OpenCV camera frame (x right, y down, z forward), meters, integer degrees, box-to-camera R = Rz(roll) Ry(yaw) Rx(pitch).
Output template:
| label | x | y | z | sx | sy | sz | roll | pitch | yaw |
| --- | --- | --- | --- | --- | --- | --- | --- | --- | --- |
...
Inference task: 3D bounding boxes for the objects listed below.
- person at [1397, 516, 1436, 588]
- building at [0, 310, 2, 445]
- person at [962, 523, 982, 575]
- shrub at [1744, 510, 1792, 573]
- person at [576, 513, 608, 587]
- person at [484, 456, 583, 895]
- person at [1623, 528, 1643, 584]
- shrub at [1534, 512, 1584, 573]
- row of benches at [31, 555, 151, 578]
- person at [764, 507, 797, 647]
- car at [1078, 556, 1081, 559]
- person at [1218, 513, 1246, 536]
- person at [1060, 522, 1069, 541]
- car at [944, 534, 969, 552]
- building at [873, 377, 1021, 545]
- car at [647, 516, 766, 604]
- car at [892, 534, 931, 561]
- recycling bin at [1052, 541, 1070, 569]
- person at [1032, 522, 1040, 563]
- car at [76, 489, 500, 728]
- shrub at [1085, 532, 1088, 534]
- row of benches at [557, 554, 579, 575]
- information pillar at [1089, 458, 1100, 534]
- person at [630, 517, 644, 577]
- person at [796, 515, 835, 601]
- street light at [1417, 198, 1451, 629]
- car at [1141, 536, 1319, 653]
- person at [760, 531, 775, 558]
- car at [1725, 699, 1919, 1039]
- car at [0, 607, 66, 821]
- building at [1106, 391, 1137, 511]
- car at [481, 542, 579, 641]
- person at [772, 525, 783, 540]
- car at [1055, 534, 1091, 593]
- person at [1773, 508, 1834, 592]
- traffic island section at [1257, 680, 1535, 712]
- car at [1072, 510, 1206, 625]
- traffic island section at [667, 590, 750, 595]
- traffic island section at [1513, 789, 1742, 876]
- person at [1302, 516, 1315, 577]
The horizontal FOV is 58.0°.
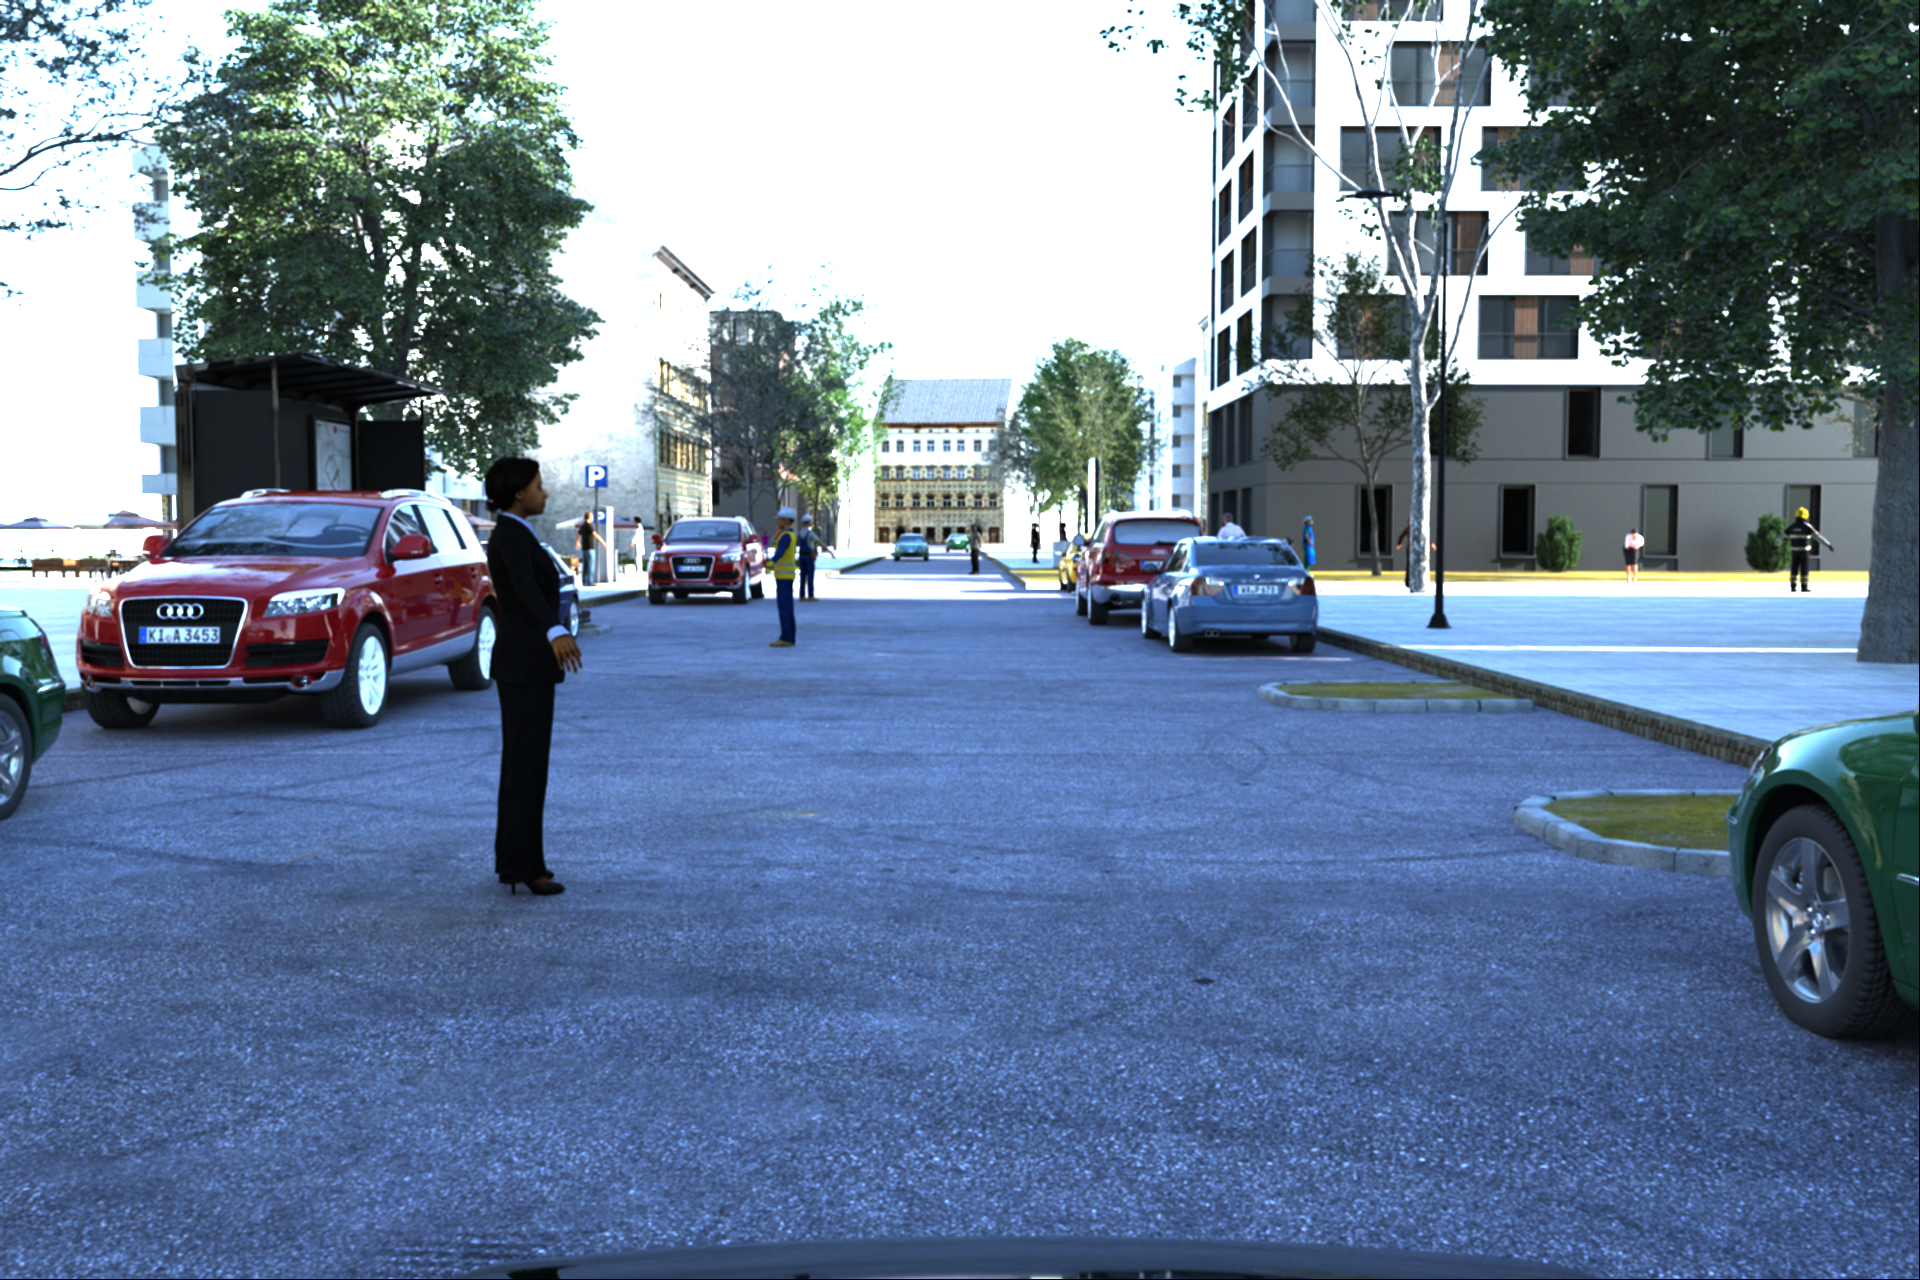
| label | x | y | z | sx | sy | sz | roll | pitch | yaw |
| --- | --- | --- | --- | --- | --- | --- | --- | --- | --- |
| person | 10.807 | -2.098 | 41.104 | 0.721 | 1.729 | 1.215 | -2 | 4 | -30 |
| building | -31.836 | -12.908 | 30.124 | 14.460 | 24.649 | 34.723 | 0 | 4 | 0 |
| person | 0.489 | -3.203 | 60.960 | 0.705 | 1.813 | 1.348 | -2 | 4 | -27 |
| shrub | 26.957 | -3.278 | 57.632 | 1.661 | 2.075 | 1.752 | 0 | 3 | 0 |
| person | -8.985 | -2.187 | 41.980 | 0.705 | 1.803 | 1.348 | -3 | 5 | -44 |
| person | -1.686 | 0.134 | 6.995 | 0.721 | 1.740 | 1.216 | -1 | 4 | -21 |
| person | 17.185 | -2.145 | 44.304 | 0.628 | 1.438 | 0.799 | -1 | 4 | -16 |
| shrub | 19.980 | -3.269 | 57.867 | 1.690 | 2.028 | 1.600 | 0 | 3 | 0 |
| row of benches | -25.063 | -2.148 | 50.583 | 4.104 | 0.672 | 1.422 | 1 | 4 | 10 |
| person | -2.314 | -0.812 | 22.190 | 0.721 | 1.772 | 1.216 | 0 | 4 | 7 |
| car | 3.544 | -1.497 | 37.056 | 1.945 | 1.354 | 3.894 | 0 | 4 | -1 |
| person | 5.547 | -1.753 | 35.641 | 0.756 | 1.711 | 0.436 | -1 | 4 | -11 |
| person | 4.700 | -4.385 | 77.844 | 0.704 | 1.843 | 1.345 | 1 | 4 | 12 |
| car | -0.195 | -7.630 | 136.548 | 2.131 | 1.459 | 4.920 | 0 | 4 | 0 |
| building | -1.504 | -24.986 | 241.902 | 18.063 | 23.208 | 19.493 | 1 | 4 | 8 |
| car | -5.365 | -1.742 | 37.155 | 2.281 | 1.827 | 5.304 | 0 | 4 | 0 |
| car | -2.596 | -4.971 | 93.077 | 2.131 | 1.459 | 4.920 | 0 | 4 | -1 |
| recycling bin | 3.801 | -3.181 | 64.568 | 0.722 | 1.027 | 0.722 | 0 | 4 | 0 |
| person | 3.377 | -4.333 | 77.037 | 0.705 | 1.806 | 1.347 | 1 | 4 | 10 |
| car | -5.349 | -0.354 | 14.457 | 2.281 | 1.827 | 5.304 | 0 | 3 | 0 |
| shrub | 5.307 | -3.639 | 63.547 | 1.661 | 2.075 | 1.752 | 0 | 3 | 0 |
| row of benches | -13.960 | -2.352 | 53.914 | 4.104 | 0.672 | 1.422 | 0 | 4 | 7 |
| information pillar | 4.190 | -3.839 | 54.084 | 0.184 | 3.620 | 1.656 | 0 | 4 | -2 |
| person | -9.771 | -2.823 | 52.337 | 0.705 | 1.806 | 1.347 | 0 | 4 | -4 |
| person | -3.252 | -1.757 | 37.037 | 1.347 | 1.847 | 0.705 | 2 | 4 | 34 |
| street light | 7.087 | -3.116 | 23.494 | 1.470 | 5.913 | 1.316 | 0 | 3 | 0 |
| car | 3.403 | -0.627 | 22.251 | 2.014 | 1.417 | 4.499 | 0 | 4 | -1 |
| person | -8.571 | -4.087 | 76.081 | 0.991 | 1.433 | 0.599 | -1 | 4 | -15 |
| car | 3.373 | 0.503 | 3.573 | 2.131 | 1.459 | 4.920 | 0 | 4 | -2 |
| car | -5.681 | 0.278 | 7.249 | 2.131 | 1.459 | 4.920 | 0 | 3 | 0 |
| building | 23.844 | -22.357 | 221.960 | 16.016 | 20.090 | 11.380 | 0 | 4 | -1 |
| car | -6.010 | -0.567 | 21.848 | 1.945 | 1.354 | 3.894 | 0 | 4 | 0 |
| person | -8.277 | -4.387 | 78.522 | 0.721 | 1.733 | 1.217 | 1 | 4 | 19 |
| car | 3.418 | -2.023 | 43.295 | 2.015 | 1.641 | 3.980 | 0 | 4 | -1 |
| person | 18.549 | -1.983 | 38.193 | 0.704 | 1.858 | 1.351 | -3 | 4 | -36 |
| traffic island section | 3.630 | 0.483 | 14.965 | 1.991 | 0.108 | 1.994 | 0 | 4 | -1 |
| car | 3.051 | -1.237 | 28.891 | 2.281 | 1.827 | 5.304 | 0 | 4 | 0 |
| traffic island section | -6.107 | -1.149 | 41.660 | 1.991 | 0.108 | 1.994 | 0 | 4 | -1 |
| traffic island section | 3.725 | 0.899 | 8.162 | 1.991 | 0.108 | 1.994 | 0 | 4 | -1 |
| person | 10.398 | -2.784 | 51.649 | 0.704 | 1.817 | 1.347 | 1 | 4 | 10 |
